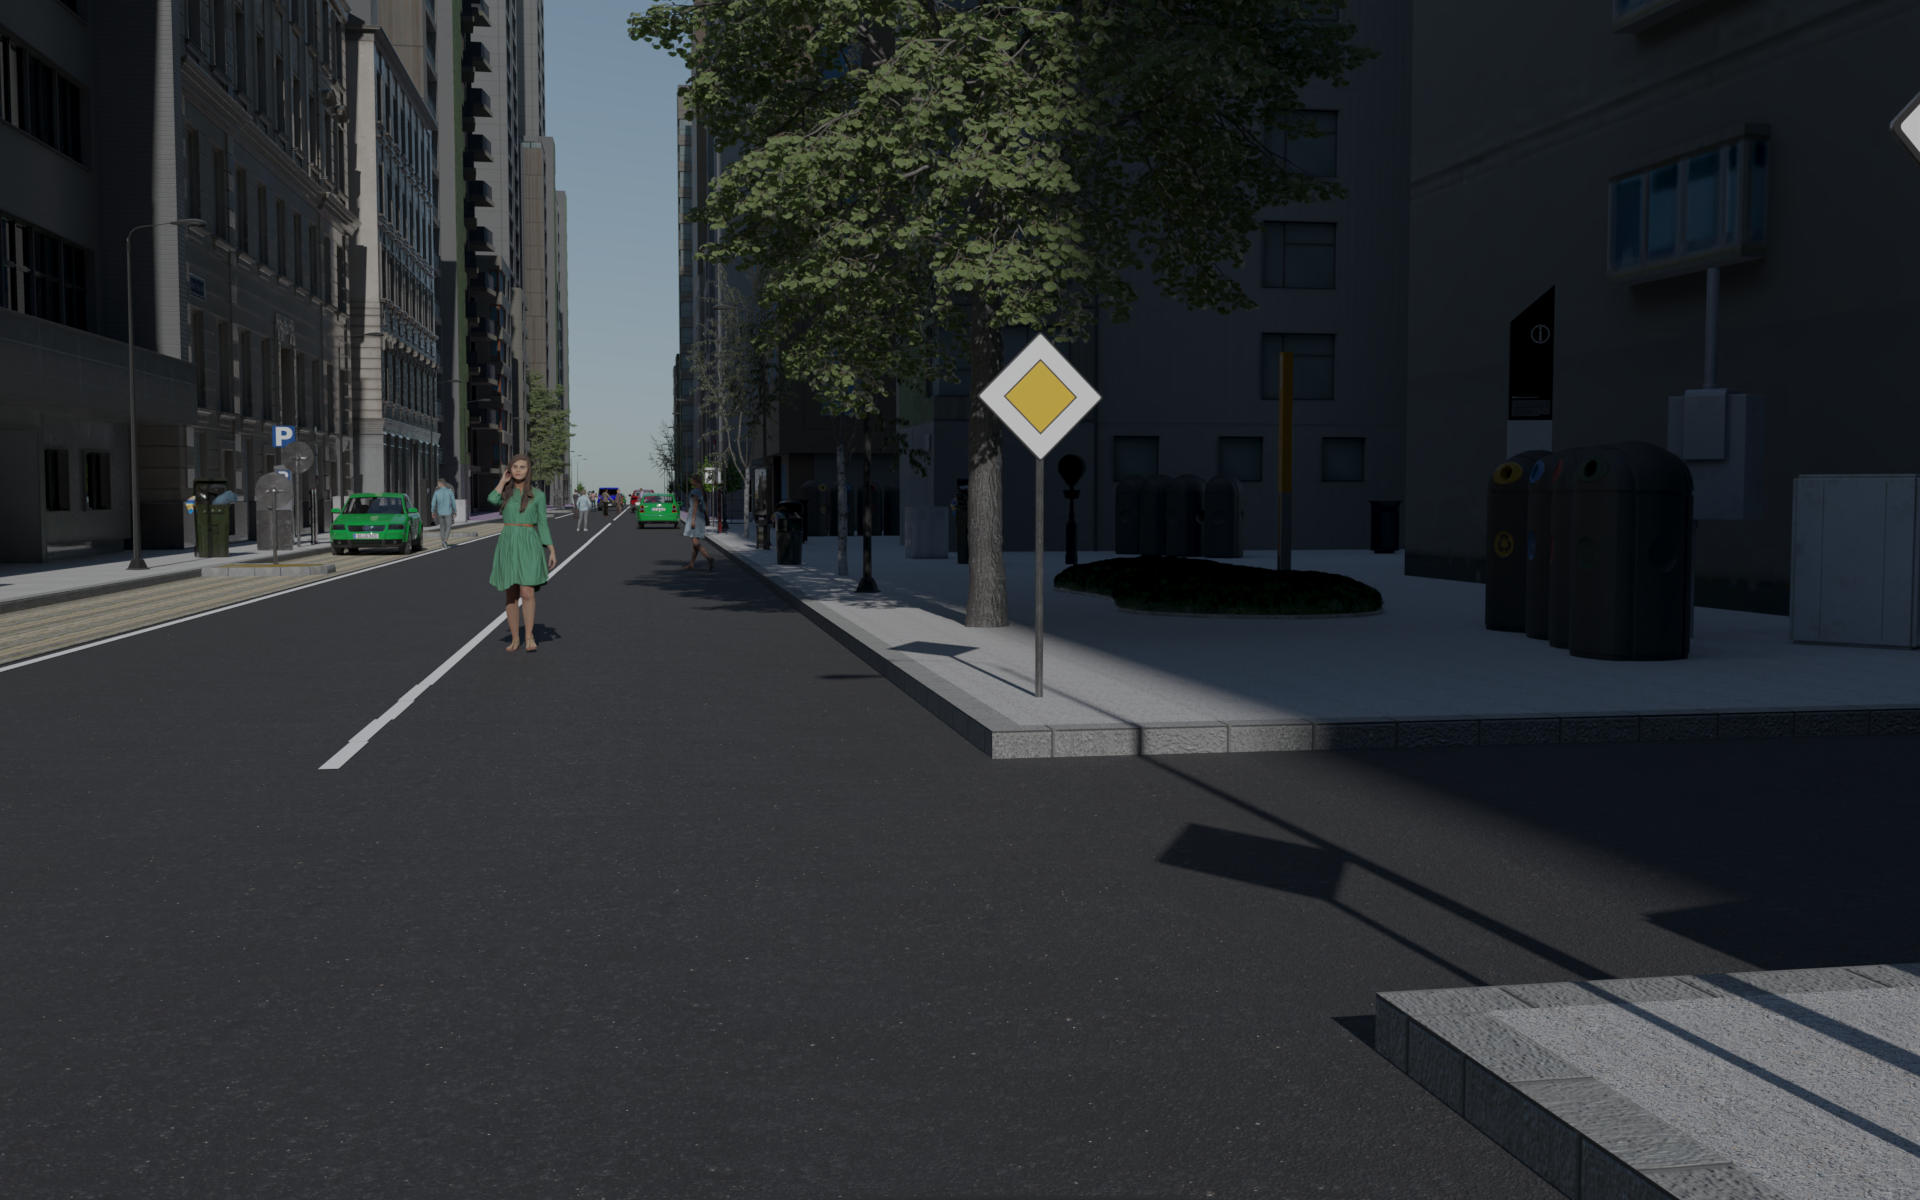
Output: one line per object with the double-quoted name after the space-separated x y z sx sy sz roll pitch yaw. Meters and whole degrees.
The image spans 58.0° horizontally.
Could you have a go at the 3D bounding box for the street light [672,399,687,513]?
-13.164 -6.862 84.736 1.470 5.913 1.316 -1 4 -10 "street light"

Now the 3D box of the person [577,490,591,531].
-14.677 -3.504 67.593 0.589 1.601 0.330 1 4 8 "person"

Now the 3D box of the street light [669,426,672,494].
-15.685 -7.716 98.703 1.470 5.913 1.316 -1 4 -10 "street light"

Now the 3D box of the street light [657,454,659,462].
-30.586 -12.713 180.397 1.470 5.913 1.316 -1 4 -10 "street light"

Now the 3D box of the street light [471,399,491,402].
-23.610 -6.857 84.646 1.470 5.913 1.316 -1 4 -10 "street light"

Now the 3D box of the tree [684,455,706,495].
-12.780 -5.623 86.534 1.663 3.219 1.824 0 3 0 "tree"

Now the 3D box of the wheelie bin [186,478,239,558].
-15.130 -1.663 35.095 0.980 1.594 0.693 -2 4 -30 "wheelie bin"

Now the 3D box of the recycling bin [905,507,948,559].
-0.666 -1.348 34.597 0.722 1.027 0.722 -1 4 -17 "recycling bin"

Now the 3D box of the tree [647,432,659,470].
-27.823 -13.265 167.245 4.360 8.622 3.978 0 3 0 "tree"

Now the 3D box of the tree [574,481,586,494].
-52.704 -15.000 239.844 1.663 3.219 1.824 0 3 0 "tree"

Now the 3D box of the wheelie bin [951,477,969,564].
0.286 -1.468 31.902 0.980 1.594 0.693 1 4 10 "wheelie bin"

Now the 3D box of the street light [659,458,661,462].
-26.765 -11.458 159.883 1.470 5.913 1.316 -1 4 -10 "street light"

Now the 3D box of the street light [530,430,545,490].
-30.975 -9.351 125.437 1.470 5.913 1.316 -1 4 -10 "street light"

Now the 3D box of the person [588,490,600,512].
-29.170 -7.863 137.768 1.217 1.736 0.721 -1 4 -17 "person"

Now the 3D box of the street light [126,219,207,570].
-13.423 -3.472 29.312 1.470 5.913 1.316 -1 4 -10 "street light"

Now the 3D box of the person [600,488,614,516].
-22.771 -6.298 111.476 1.348 1.823 0.705 3 5 41 "person"

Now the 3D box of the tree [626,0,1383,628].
0.554 -5.995 16.143 7.486 12.596 7.792 0 3 0 "tree"

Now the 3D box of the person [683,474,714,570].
-4.918 -1.478 32.762 0.778 1.811 0.616 2 4 31 "person"

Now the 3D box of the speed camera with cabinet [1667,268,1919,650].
7.241 -1.261 14.958 2.038 3.252 0.660 3 5 41 "speed camera with cabinet"

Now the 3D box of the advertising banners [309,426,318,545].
-16.522 -2.943 44.308 0.090 3.025 2.074 -1 4 -15 "advertising banners"

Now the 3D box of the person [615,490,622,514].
-25.024 -7.198 126.736 0.434 1.755 0.990 -3 4 -39 "person"

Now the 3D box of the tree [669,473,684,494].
-21.742 -8.732 137.377 1.663 3.219 1.824 0 3 0 "tree"

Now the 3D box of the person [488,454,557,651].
-3.995 -0.430 15.780 0.600 1.795 0.529 -1 4 -18 "person"

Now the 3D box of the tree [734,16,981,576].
-1.658 -4.678 26.852 4.360 8.622 3.978 0 3 0 "tree"

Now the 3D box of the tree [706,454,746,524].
-9.991 -4.899 74.704 1.663 3.219 1.824 0 3 0 "tree"

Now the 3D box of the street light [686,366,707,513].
-9.125 -5.541 63.131 1.470 5.913 1.316 -1 4 -10 "street light"

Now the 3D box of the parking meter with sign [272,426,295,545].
-16.990 -2.887 43.471 0.543 3.016 1.738 -1 4 -18 "parking meter with sign"

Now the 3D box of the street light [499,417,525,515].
-27.302 -8.104 105.040 1.470 5.913 1.316 -1 4 -10 "street light"

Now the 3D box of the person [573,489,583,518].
-22.544 -5.694 102.405 0.742 1.727 0.445 0 4 3 "person"

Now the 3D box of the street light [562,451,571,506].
-38.356 -11.831 165.976 1.470 5.913 1.316 -1 4 -10 "street light"

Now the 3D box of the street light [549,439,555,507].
-34.757 -10.598 145.814 1.470 5.913 1.316 -1 4 -10 "street light"

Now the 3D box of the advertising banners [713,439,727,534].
-7.821 -3.680 56.357 0.090 3.025 2.074 0 4 3 "advertising banners"

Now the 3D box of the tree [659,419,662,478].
-6.223 -6.127 50.540 4.360 8.622 3.978 0 3 0 "tree"

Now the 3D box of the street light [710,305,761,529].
-5.365 -4.294 42.750 1.470 5.913 1.316 -1 4 -10 "street light"

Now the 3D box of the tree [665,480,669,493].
-31.987 -12.055 191.705 1.663 3.219 1.824 0 3 0 "tree"

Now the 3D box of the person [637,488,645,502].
-21.647 -6.660 117.261 0.599 1.838 0.709 1 4 12 "person"

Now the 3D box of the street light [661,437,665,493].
-23.108 -10.211 139.483 1.470 5.913 1.316 -1 4 -10 "street light"

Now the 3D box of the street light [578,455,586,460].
-45.854 -14.337 206.952 1.470 5.913 1.316 -1 4 -10 "street light"

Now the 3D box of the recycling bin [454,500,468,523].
-22.437 -3.968 77.437 0.722 1.027 0.722 -1 4 -9 "recycling bin"

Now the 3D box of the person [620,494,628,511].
-28.142 -8.088 143.996 1.065 1.426 0.557 0 4 -3 "person"

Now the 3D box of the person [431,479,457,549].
-13.658 -2.286 45.732 0.638 1.841 0.748 0 4 4 "person"

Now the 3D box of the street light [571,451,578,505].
-42.165 -13.084 186.457 1.470 5.913 1.316 -1 4 -10 "street light"

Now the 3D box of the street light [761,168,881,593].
-1.742 -3.046 22.344 1.470 5.913 1.316 -1 4 -10 "street light"

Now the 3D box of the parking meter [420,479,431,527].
-20.710 -3.754 67.091 0.255 1.863 0.399 0 4 7 "parking meter"

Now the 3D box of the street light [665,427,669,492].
-19.328 -8.964 119.105 1.470 5.913 1.316 -1 4 -10 "street light"
